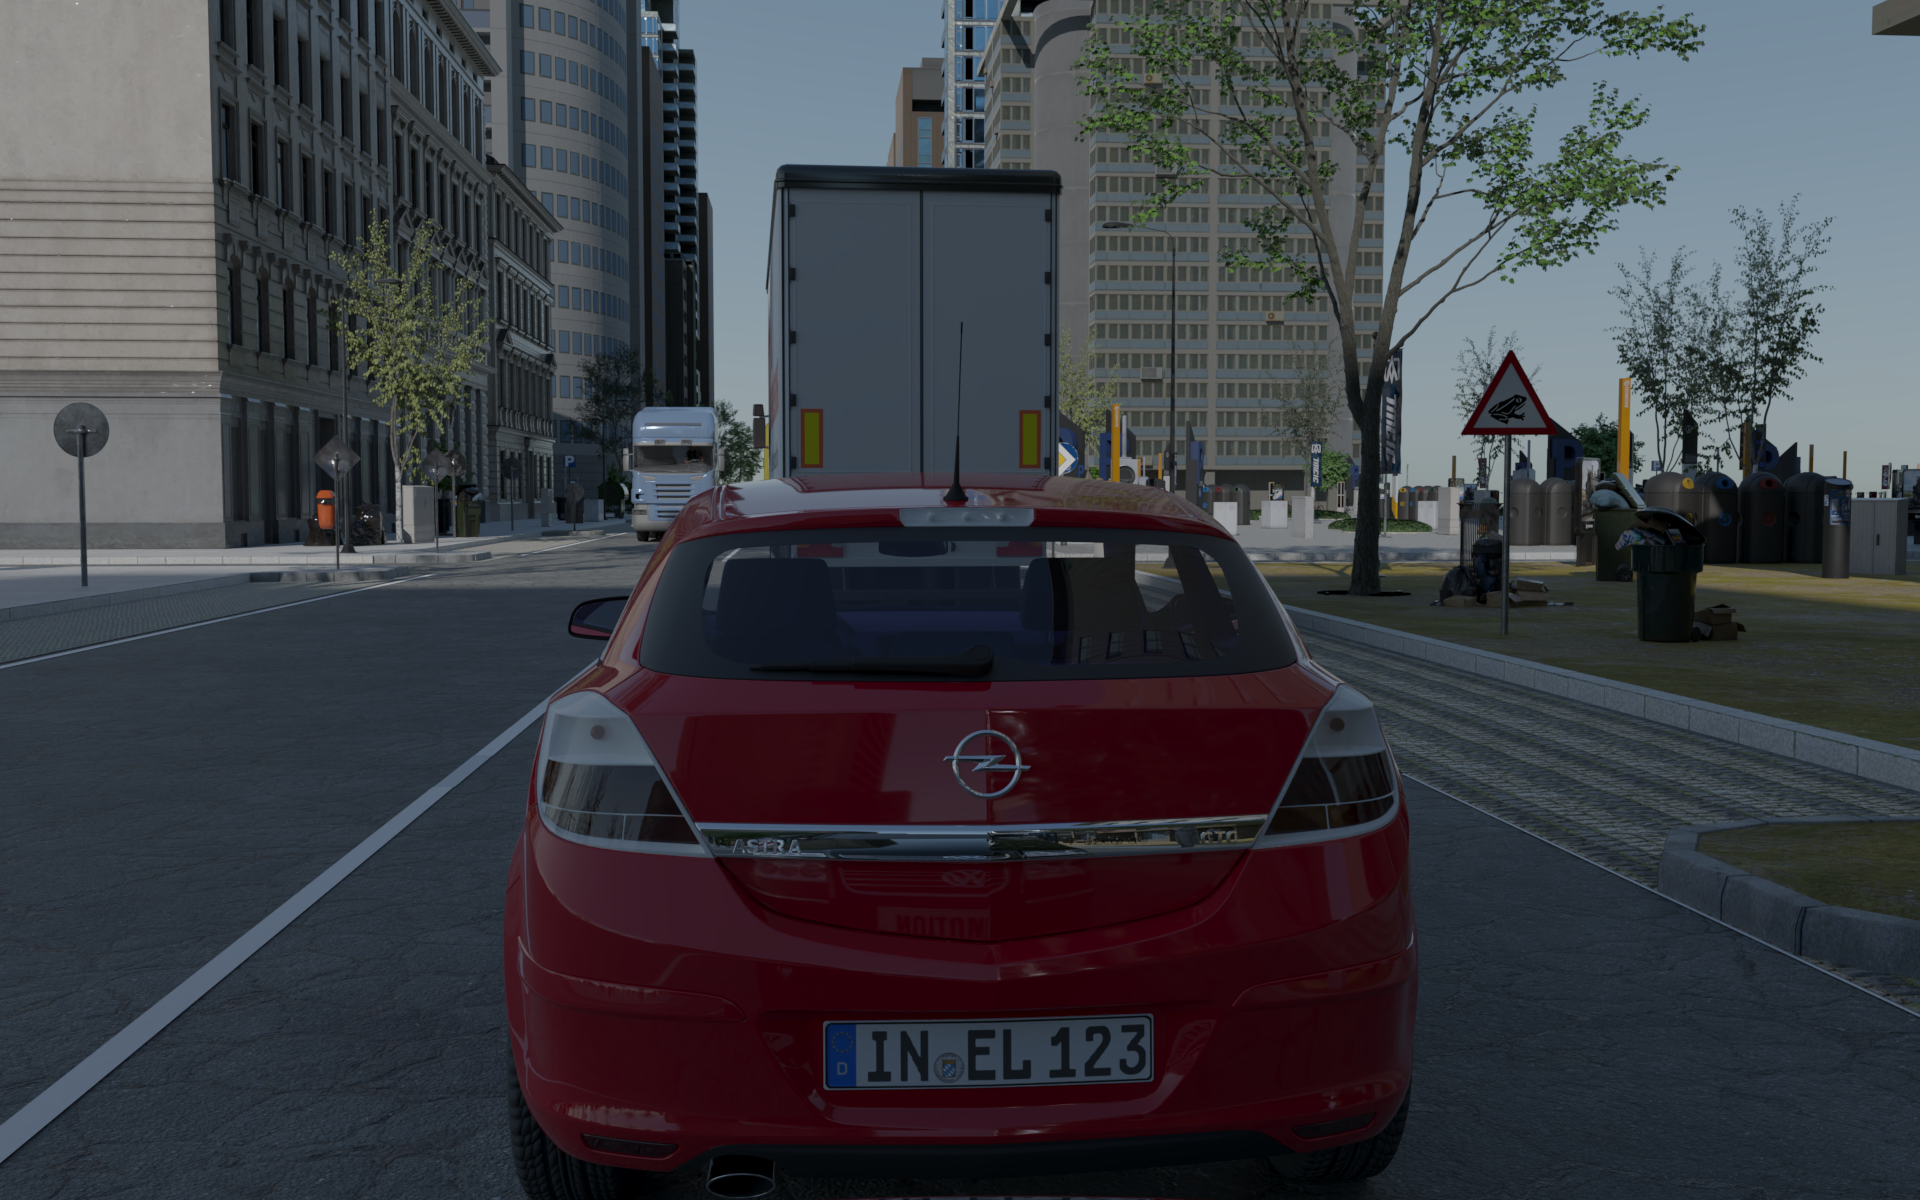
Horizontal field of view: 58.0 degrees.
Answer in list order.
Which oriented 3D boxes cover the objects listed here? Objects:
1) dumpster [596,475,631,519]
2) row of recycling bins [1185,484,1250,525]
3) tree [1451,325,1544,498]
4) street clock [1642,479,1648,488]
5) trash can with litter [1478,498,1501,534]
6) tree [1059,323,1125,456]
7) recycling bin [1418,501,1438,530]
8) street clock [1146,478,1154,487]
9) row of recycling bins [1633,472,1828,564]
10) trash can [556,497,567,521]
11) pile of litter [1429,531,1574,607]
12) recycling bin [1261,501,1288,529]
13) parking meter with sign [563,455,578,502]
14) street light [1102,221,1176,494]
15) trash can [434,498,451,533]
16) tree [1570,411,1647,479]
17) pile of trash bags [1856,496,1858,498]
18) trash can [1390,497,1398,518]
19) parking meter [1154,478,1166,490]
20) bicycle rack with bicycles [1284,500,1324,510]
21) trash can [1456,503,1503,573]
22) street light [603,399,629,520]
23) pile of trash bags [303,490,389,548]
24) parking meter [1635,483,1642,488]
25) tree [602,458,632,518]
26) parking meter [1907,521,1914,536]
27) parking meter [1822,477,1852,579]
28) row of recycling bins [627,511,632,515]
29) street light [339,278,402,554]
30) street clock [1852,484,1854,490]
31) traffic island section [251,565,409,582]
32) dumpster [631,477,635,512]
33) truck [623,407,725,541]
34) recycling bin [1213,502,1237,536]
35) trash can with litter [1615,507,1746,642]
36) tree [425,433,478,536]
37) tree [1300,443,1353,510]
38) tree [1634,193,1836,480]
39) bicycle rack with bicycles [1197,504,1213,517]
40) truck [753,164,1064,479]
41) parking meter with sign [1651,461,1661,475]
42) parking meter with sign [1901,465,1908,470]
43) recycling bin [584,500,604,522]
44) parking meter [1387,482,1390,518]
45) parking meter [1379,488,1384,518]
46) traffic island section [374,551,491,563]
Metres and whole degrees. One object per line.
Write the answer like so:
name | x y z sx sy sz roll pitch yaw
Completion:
dumpster | -18.064 -5.347 89.921 1.502 2.255 1.985 0 4 -5
row of recycling bins | 10.815 -4.010 72.678 1.069 1.692 3.534 -3 4 -36
tree | 23.579 -7.728 76.720 4.360 8.622 3.978 0 3 0
street clock | 33.360 -4.877 84.316 0.358 2.002 0.471 2 4 32
trash can with litter | 16.846 -2.681 55.225 0.624 1.170 1.055 2 4 25
tree | 4.990 -7.645 75.350 4.737 8.622 4.395 0 3 0
recycling bin | 16.834 -3.014 61.838 0.722 1.027 0.722 -3 5 -44
street clock | 8.672 -4.528 78.599 0.471 2.002 0.358 -2 4 -31
row of recycling bins | 14.394 -1.529 32.115 3.534 1.692 1.069 0 4 -6
trash can | -19.178 -4.412 83.787 0.748 1.137 0.748 0 3 0
pile of litter | 6.279 -0.371 20.024 1.719 0.858 1.176 0 4 7
recycling bin | 11.697 -3.173 64.435 0.722 1.027 0.722 -1 4 -22
parking meter with sign | -17.165 -4.913 76.583 0.543 3.016 1.738 -1 4 -19
street light | 3.111 -3.494 29.669 1.470 5.913 1.316 0 4 -5
trash can | -17.028 -2.755 56.695 0.748 1.137 0.748 0 3 0
tree | 25.406 -5.205 68.810 4.285 4.588 4.351 0 3 0
pile of trash bags | 34.219 -3.404 65.416 3.447 1.369 1.912 0 4 -5
trash can | 22.254 -4.732 89.025 0.748 1.137 0.748 0 3 0
parking meter | 7.326 -3.532 63.458 0.399 1.863 0.255 -2 4 -26
bicycle rack with bicycles | 20.366 -5.610 105.111 2.852 0.926 2.925 -1 4 -18
trash can | 8.467 -1.014 28.234 0.748 1.137 0.748 0 3 0
street light | -16.933 -6.878 85.002 1.470 5.913 1.316 0 4 -5
pile of trash bags | -15.303 -2.021 42.801 1.912 1.369 3.447 0 4 -8
parking meter | 37.027 -5.427 94.440 0.399 1.863 0.255 2 4 26
tree | -18.664 -6.018 92.988 1.663 3.219 1.824 0 3 0
parking meter | 29.020 -2.889 52.939 0.399 1.863 0.255 0 3 0
parking meter | 13.339 -1.097 26.342 0.372 1.533 0.369 0 3 0
row of recycling bins | -20.293 -6.215 108.728 1.069 1.692 3.534 -1 4 -16
street light | -12.713 -3.966 37.385 1.470 5.913 1.316 0 4 -5
street clock | 59.551 -6.812 115.949 0.358 2.002 0.471 -1 4 -11
traffic island section | -10.629 -0.444 29.540 2.009 0.180 2.903 0 4 -5
dumpster | -18.720 -5.779 96.988 1.502 2.255 1.985 0 4 -5
truck | -9.222 -4.261 59.429 2.967 4.110 18.799 0 4 -5
recycling bin | 8.197 -2.508 53.560 0.722 1.027 0.722 0 4 7
trash can with litter | 6.352 -0.235 15.225 1.055 1.170 0.624 -2 4 -25
tree | -15.959 -3.600 53.463 1.663 3.219 1.824 0 3 0
tree | 23.265 -7.724 110.008 4.285 4.588 4.351 0 3 0
tree | 19.639 -5.664 42.976 4.360 8.622 3.978 0 3 0
bicycle rack with bicycles | 7.617 -2.898 60.768 2.852 0.926 2.925 -1 4 -17
truck | -1.008 -1.928 20.440 2.839 4.237 11.283 0 4 -7
parking meter with sign | 36.319 -5.700 89.450 0.543 3.016 1.738 0 4 -2
parking meter with sign | 57.275 -6.570 103.673 1.738 3.016 0.543 0 4 -6
recycling bin | -16.948 -4.135 80.161 0.722 1.027 0.722 0 4 7
parking meter | 21.204 -4.914 86.049 0.255 1.863 0.399 2 4 25
parking meter | 16.346 -3.595 67.183 0.372 1.533 0.369 0 3 0
traffic island section | -11.334 -0.930 37.494 2.009 0.180 2.903 0 4 -5
